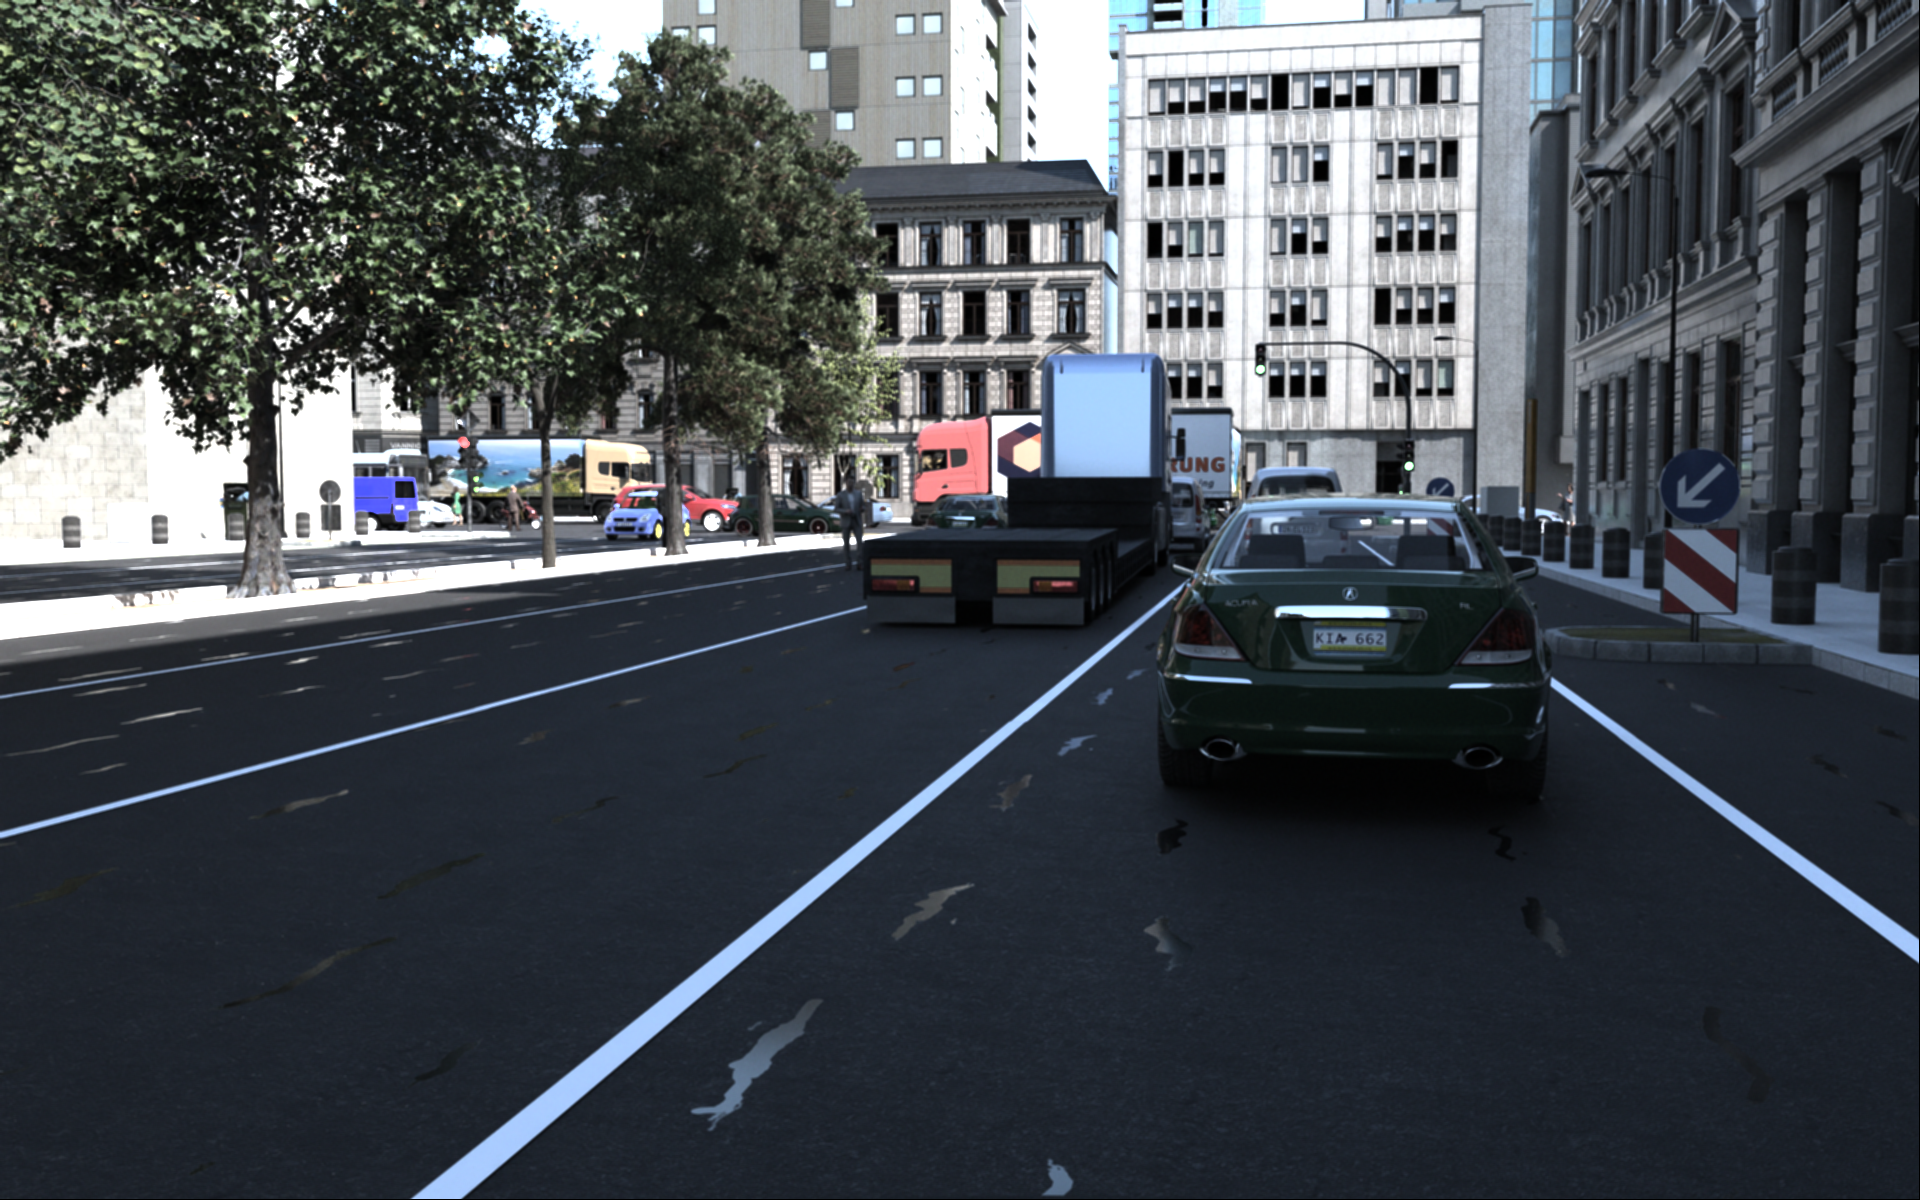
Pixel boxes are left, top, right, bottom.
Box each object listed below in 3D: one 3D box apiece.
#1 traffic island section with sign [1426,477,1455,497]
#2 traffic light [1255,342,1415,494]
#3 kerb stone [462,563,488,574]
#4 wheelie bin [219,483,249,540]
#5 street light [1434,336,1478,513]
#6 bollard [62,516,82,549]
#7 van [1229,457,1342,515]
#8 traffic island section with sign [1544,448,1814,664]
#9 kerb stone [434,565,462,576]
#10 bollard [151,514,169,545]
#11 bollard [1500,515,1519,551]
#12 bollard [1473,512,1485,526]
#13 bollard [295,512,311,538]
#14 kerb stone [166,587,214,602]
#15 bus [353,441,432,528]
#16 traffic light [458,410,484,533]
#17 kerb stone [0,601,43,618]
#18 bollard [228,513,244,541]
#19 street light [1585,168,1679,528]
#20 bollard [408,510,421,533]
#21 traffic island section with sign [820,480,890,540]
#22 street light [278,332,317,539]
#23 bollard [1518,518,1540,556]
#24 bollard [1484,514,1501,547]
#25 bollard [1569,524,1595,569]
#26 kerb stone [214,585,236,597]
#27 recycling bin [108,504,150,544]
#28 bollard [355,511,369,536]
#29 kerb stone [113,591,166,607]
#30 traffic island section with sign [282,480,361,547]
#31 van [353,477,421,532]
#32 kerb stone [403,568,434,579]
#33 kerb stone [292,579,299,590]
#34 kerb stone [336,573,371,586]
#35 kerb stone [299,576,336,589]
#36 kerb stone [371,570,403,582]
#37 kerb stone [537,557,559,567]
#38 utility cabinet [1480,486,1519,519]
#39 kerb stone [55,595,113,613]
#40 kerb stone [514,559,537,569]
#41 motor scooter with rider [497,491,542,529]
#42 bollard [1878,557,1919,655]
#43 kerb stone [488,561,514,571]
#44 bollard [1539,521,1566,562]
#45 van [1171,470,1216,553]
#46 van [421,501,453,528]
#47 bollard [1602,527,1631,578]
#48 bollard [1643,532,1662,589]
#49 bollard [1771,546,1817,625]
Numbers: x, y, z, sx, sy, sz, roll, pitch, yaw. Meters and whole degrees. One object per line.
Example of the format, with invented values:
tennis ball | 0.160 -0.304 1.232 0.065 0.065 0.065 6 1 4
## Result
traffic island section with sign | 11.506 -2.049 42.135 1.989 1.847 2.006 1 4 11
traffic light | 11.194 -4.708 51.645 4.771 5.953 1.251 1 4 11
kerb stone | -8.864 -0.559 31.341 0.120 0.150 1.000 1 4 11
wheelie bin | -20.107 -2.464 48.203 0.980 1.594 0.693 -1 4 -17
street light | 14.630 -4.800 51.021 1.470 5.913 1.316 1 4 11
bollard | -20.941 -1.597 40.826 0.404 0.777 0.398 0 3 0
van | 5.365 -1.281 27.961 2.013 2.044 4.112 1 4 9
traffic island section with sign | 6.393 -0.431 15.667 1.989 1.847 2.006 1 4 11
kerb stone | -9.054 -0.498 30.331 0.120 0.150 1.000 1 4 11
bollard | -20.326 -1.791 43.997 0.404 0.777 0.398 0 3 0
bollard | 12.555 -1.507 39.358 0.404 0.777 0.398 0 3 0
bollard | 13.783 -1.895 45.707 0.404 0.777 0.398 0 3 0
bollard | -19.103 -2.179 50.351 0.404 0.777 0.398 0 3 0
kerb stone | -10.422 -0.065 23.265 0.120 0.150 1.000 1 4 11
bus | -26.462 -4.445 67.534 13.247 3.499 2.948 1 4 11
traffic light | -16.156 -4.166 57.039 0.839 4.253 0.868 1 4 11
kerb stone | -11.011 0.120 20.240 0.120 0.150 1.000 1 4 11
bollard | -19.713 -1.985 47.164 0.404 0.777 0.398 0 3 0
street light | 9.606 -3.194 24.764 1.470 5.913 1.316 1 4 11
bollard | -17.873 -2.568 56.707 0.404 0.777 0.398 0 3 0
traffic island section with sign | -3.219 -2.861 54.922 2.006 1.907 1.989 1 4 11
street light | -19.002 -4.718 49.683 1.470 5.913 1.316 1 4 11
bollard | 11.940 -1.313 36.179 0.404 0.777 0.398 0 3 0
bollard | 13.166 -1.701 42.536 0.404 0.777 0.398 0 3 0
bollard | 10.713 -0.924 29.830 0.404 0.777 0.398 0 3 0
kerb stone | -10.228 -0.125 24.276 0.120 0.150 1.000 1 4 11
recycling bin | -21.531 -1.977 44.875 0.722 1.027 0.722 1 4 15
bollard | -18.486 -2.374 53.532 0.404 0.777 0.398 0 3 0
kerb stone | -10.612 -0.003 22.255 0.120 0.150 1.000 1 4 11
traffic island section with sign | -17.677 -2.394 47.765 1.989 1.847 2.006 1 4 11
van | -22.532 -3.598 63.205 5.245 2.365 2.240 1 4 12
kerb stone | -9.254 -0.436 29.324 0.120 0.150 1.000 1 4 11
kerb stone | -10.033 -0.187 25.287 0.120 0.150 1.000 1 4 11
kerb stone | -9.641 -0.313 27.306 0.120 0.150 1.000 1 4 11
kerb stone | -9.840 -0.249 26.299 0.120 0.150 1.000 1 4 11
kerb stone | -9.454 -0.374 28.316 0.120 0.150 1.000 1 4 11
kerb stone | -8.274 -0.745 34.374 0.120 0.150 1.000 1 4 11
utility cabinet | 15.405 -2.496 49.483 1.173 1.500 0.318 -2 4 -25
kerb stone | -10.816 0.061 21.249 0.120 0.150 1.000 1 4 11
kerb stone | -8.475 -0.683 33.366 0.120 0.150 1.000 1 4 11
motor scooter with rider | -18.016 -3.780 70.772 1.986 1.779 0.876 1 4 13
bollard | 7.649 0.044 13.990 0.404 0.777 0.398 0 3 0
kerb stone | -8.663 -0.621 32.356 0.120 0.150 1.000 1 4 11
bollard | 11.325 -1.119 33.011 0.404 0.777 0.398 0 3 0
van | 5.372 -2.223 43.358 2.013 2.044 4.112 1 4 11
van | -23.759 -4.097 73.997 4.112 2.044 2.013 1 4 10
bollard | 10.101 -0.731 26.662 0.404 0.777 0.398 0 3 0
bollard | 9.487 -0.537 23.495 0.404 0.777 0.398 0 3 0
bollard | 8.261 -0.149 17.157 0.404 0.777 0.398 0 3 0
